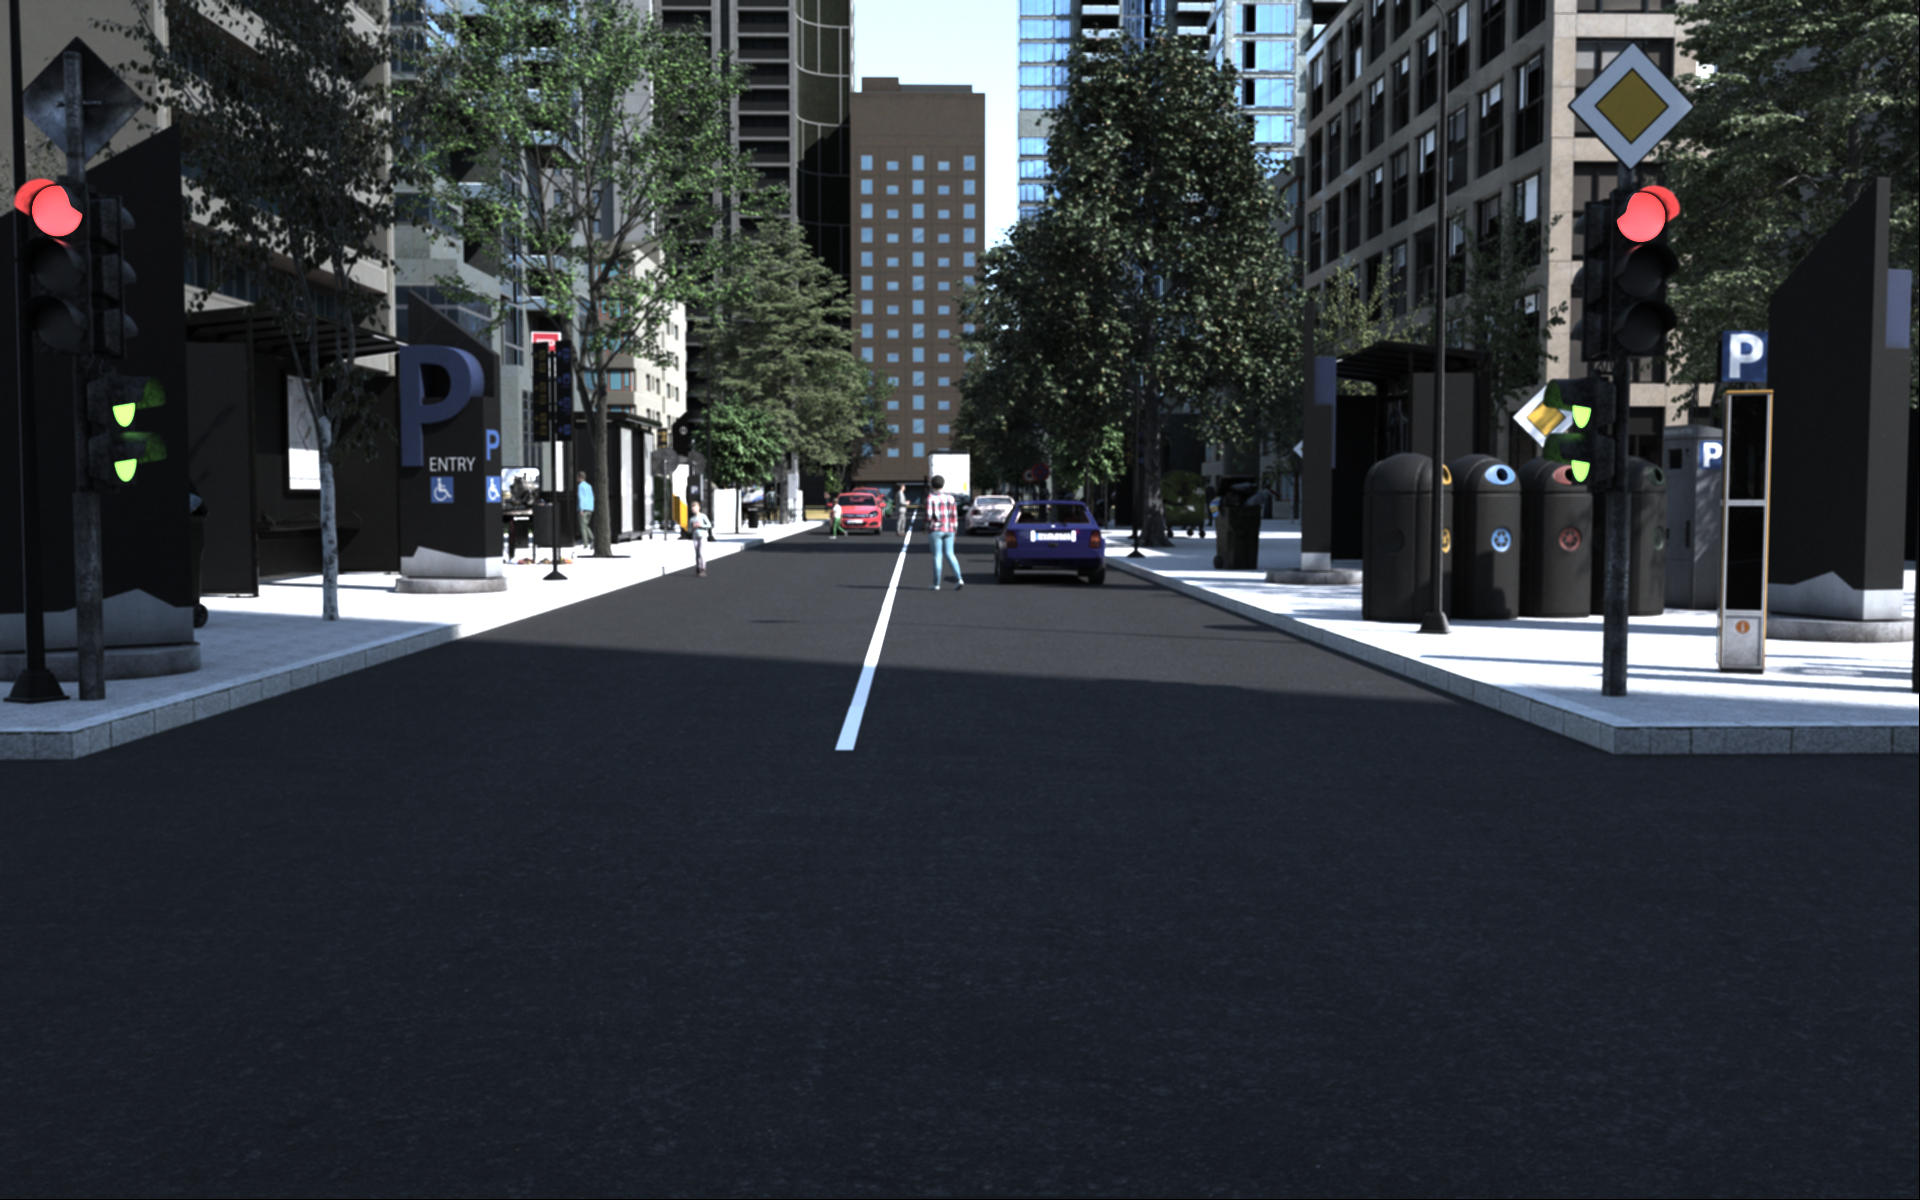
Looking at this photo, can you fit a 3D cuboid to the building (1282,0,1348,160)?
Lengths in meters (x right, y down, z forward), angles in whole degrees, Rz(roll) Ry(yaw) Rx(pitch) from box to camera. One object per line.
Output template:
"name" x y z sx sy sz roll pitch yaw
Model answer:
"building" 27.183 -50.081 131.497 22.319 86.520 31.000 0 4 -1

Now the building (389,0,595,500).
"building" -33.494 -48.103 99.158 22.319 86.520 31.000 0 4 -1

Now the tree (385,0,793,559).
"tree" -7.342 -6.644 34.382 9.928 11.665 9.643 0 3 0

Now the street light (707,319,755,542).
"street light" -6.158 -4.505 46.198 1.470 5.913 1.316 0 4 -1

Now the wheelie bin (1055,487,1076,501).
"wheelie bin" 4.476 -4.019 73.616 0.980 1.594 0.693 2 4 24

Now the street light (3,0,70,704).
"street light" -5.200 -2.328 10.596 1.470 5.913 1.316 0 4 -1

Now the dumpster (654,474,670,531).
"dumpster" -10.981 -3.612 61.542 1.502 2.255 1.985 0 4 -1

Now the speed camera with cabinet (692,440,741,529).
"speed camera with cabinet" -9.029 -4.210 63.174 2.038 3.252 0.660 -1 4 -8

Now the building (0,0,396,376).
"building" -32.486 -26.444 56.054 21.300 48.544 21.600 0 4 -1

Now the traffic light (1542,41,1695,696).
"traffic light" 4.154 -1.346 10.932 0.839 4.253 0.868 0 4 -1

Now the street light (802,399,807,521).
"street light" -6.832 -6.672 81.621 1.470 5.913 1.316 0 4 -1

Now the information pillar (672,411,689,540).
"information pillar" -7.865 -3.513 48.785 0.504 3.616 0.183 -2 4 -35

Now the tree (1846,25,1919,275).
"tree" 13.186 -5.130 18.284 7.601 10.594 8.767 0 4 -2

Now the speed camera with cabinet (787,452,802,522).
"speed camera with cabinet" -7.624 -5.190 79.197 0.660 3.252 2.038 0 4 2

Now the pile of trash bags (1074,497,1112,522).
"pile of trash bags" 6.610 -4.338 80.674 3.447 1.369 1.912 2 4 33

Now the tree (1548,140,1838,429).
"tree" 15.042 -5.140 34.405 4.737 8.622 4.395 0 3 0

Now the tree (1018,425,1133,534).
"tree" 4.200 -4.453 56.513 4.285 4.588 4.351 0 3 0

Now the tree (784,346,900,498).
"tree" -10.090 -14.196 142.469 12.009 13.543 11.850 0 3 0

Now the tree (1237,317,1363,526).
"tree" 13.877 -7.286 69.488 4.360 8.622 3.978 0 3 0

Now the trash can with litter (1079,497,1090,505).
"trash can with litter" 4.926 -3.606 70.343 0.624 1.170 1.055 -1 4 -20

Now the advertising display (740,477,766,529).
"advertising display" -7.702 -3.624 64.461 0.974 1.923 0.123 1 4 12

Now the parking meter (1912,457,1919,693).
"parking meter" 6.364 -0.334 11.177 0.399 1.863 0.255 -3 5 -44

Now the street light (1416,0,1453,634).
"street light" 3.845 -2.646 15.811 1.470 5.913 1.316 0 4 -1

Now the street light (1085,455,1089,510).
"street light" 3.193 -4.789 50.844 1.470 5.913 1.316 0 4 -1

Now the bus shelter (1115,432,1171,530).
"bus shelter" 6.578 -4.458 64.168 1.731 3.624 6.357 0 4 -1

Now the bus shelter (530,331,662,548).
"bus shelter" -9.528 -4.142 45.354 2.179 5.291 8.768 0 4 -1

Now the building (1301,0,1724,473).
"building" 27.125 -16.212 69.585 19.350 26.468 34.151 0 4 -1

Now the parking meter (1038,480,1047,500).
"parking meter" 3.320 -3.913 69.686 0.255 1.863 0.399 -1 4 -12

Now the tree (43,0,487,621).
"tree" -6.527 -4.085 17.158 4.360 8.622 3.978 0 3 0

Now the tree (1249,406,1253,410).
"tree" 12.396 -6.831 62.055 4.737 8.622 4.395 0 3 0

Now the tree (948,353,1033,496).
"tree" 2.658 -13.102 132.348 7.486 12.596 7.792 0 3 0

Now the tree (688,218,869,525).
"tree" -7.787 -9.416 72.083 7.486 12.596 7.792 0 3 0

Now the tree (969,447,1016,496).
"tree" 3.605 -6.981 97.846 4.285 4.588 4.351 0 3 0

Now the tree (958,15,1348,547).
"tree" 4.593 -7.640 41.917 9.611 12.733 9.660 0 3 0

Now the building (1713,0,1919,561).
"building" 26.672 -10.134 33.143 16.811 18.784 16.820 0 4 -1

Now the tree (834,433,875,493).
"tree" -10.021 -12.731 158.512 4.360 8.622 3.978 0 3 0

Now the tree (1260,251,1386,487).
"tree" 12.436 -6.278 53.013 4.737 8.622 4.395 0 3 0

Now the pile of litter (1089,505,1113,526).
"pile of litter" 5.345 -3.342 68.603 1.719 0.858 1.176 -2 4 -24

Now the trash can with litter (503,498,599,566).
"trash can with litter" -7.918 -1.271 31.838 2.233 1.210 1.678 1 4 12

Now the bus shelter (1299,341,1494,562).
"bus shelter" 7.326 -2.349 29.685 1.731 3.624 6.357 0 4 -1

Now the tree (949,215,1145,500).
"tree" 4.247 -10.441 77.365 9.857 13.997 8.962 0 3 0

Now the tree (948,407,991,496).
"tree" 2.425 -14.013 163.522 8.767 10.594 7.601 1 4 18

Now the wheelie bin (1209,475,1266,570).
"wheelie bin" 4.764 -1.322 29.516 0.980 1.594 0.693 -1 4 -17

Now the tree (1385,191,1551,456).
"tree" 13.018 -5.663 42.959 4.737 8.622 4.395 0 3 0

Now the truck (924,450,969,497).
"truck" -0.881 -7.806 116.537 2.839 4.237 11.283 0 4 -3

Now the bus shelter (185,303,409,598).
"bus shelter" -9.276 -2.024 24.380 1.731 3.624 6.357 0 4 -1

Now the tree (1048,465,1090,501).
"tree" 3.841 -4.033 60.544 1.663 3.219 1.824 0 3 0

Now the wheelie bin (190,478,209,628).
"wheelie bin" -7.622 -0.525 16.491 0.980 1.594 0.693 1 4 18

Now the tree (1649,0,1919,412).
"tree" 14.084 -6.701 27.682 7.486 12.596 7.792 0 3 0

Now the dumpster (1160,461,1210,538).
"dumpster" 6.525 -2.986 51.308 1.502 2.255 1.985 0 4 -1

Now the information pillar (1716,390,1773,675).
"information pillar" 5.621 -0.485 12.422 0.304 2.012 0.304 1 4 20

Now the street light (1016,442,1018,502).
"street light" 2.284 -6.943 86.056 1.470 5.913 1.316 0 4 -1

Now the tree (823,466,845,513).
"tree" -8.803 -7.511 117.400 1.663 3.219 1.824 0 3 0

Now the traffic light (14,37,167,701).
"traffic light" -5.404 -1.332 10.701 0.839 4.253 0.868 0 4 -1

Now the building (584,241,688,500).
"building" -37.361 -17.640 133.452 28.899 21.520 27.650 0 4 -1

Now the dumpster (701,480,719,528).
"dumpster" -9.854 -3.662 65.636 1.264 1.857 1.865 0 4 -1

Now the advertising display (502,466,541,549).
"advertising display" -10.317 -2.165 40.611 0.974 1.923 0.123 -2 4 -30

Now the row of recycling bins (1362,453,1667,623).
"row of recycling bins" 5.772 -0.670 18.060 3.534 1.692 1.069 -1 4 -20

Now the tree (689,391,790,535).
"tree" -7.132 -4.383 55.375 4.285 4.588 4.351 0 3 0

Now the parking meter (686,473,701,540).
"parking meter" -7.427 -2.601 48.245 0.399 1.863 0.255 -1 4 -17
